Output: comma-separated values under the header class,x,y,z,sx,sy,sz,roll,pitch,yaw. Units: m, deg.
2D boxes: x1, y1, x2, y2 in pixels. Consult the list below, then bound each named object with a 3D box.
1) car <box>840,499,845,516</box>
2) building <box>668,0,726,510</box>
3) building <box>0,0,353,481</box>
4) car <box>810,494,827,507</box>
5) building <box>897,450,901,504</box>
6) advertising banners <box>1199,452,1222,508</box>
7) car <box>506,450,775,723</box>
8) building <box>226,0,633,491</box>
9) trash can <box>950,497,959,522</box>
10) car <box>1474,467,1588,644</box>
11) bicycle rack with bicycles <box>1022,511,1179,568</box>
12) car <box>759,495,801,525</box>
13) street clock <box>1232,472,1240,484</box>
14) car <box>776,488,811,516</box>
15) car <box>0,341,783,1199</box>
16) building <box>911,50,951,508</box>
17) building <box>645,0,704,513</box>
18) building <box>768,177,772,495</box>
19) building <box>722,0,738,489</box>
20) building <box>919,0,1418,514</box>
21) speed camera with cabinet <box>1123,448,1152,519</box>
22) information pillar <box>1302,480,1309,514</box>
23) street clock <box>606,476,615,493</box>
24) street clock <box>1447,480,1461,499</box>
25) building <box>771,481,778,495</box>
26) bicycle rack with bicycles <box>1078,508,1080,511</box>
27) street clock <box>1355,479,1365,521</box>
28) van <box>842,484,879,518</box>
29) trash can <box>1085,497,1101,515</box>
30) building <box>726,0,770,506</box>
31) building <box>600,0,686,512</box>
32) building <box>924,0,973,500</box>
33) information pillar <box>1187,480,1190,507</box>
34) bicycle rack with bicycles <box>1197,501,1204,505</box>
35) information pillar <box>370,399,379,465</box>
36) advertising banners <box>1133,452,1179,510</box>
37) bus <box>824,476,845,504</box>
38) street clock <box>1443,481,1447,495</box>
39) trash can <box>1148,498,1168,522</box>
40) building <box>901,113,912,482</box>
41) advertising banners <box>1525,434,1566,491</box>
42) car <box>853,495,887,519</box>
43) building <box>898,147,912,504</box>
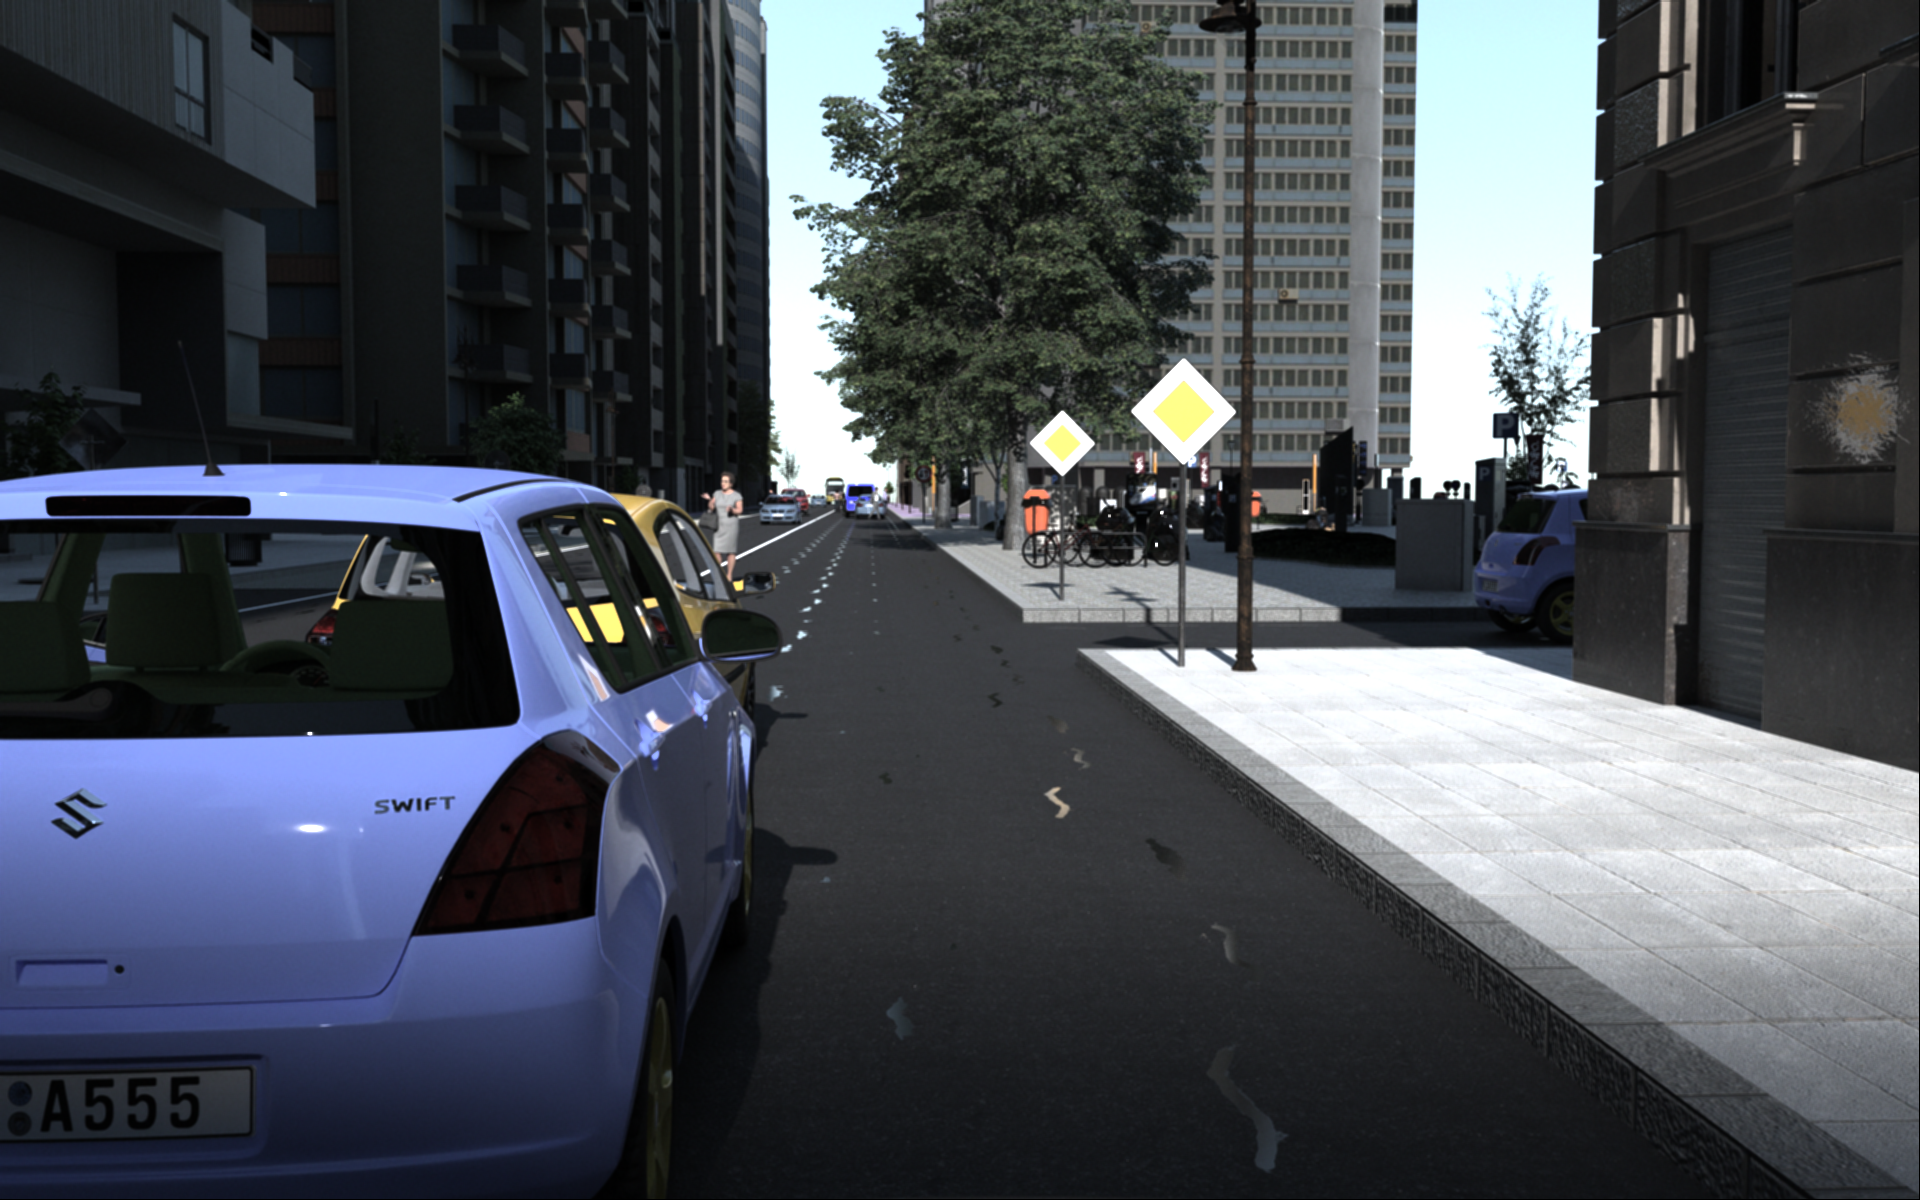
class,x,y,z,sx,sy,sz,roll,pitch,yaw
car,-7.036,-6.509,116.211,2.009,1.686,4.222,0,4,-3
building,-26.006,-27.716,136.749,14.154,41.232,14.086,0,4,-3
building,-29.438,-27.095,32.235,28.713,52.752,27.495,0,4,-3
car,-15.785,-11.071,193.015,2.014,1.417,4.499,0,4,-5
building,5.242,-24.257,241.648,27.650,21.520,28.899,0,4,-3
advertising banners,10.717,-4.615,71.641,2.074,3.025,0.090,3,5,45
car,-1.976,0.091,8.731,2.015,1.641,3.980,0,4,-3
building,-26.412,-25.669,74.307,22.147,44.769,28.867,0,4,-3
trash can,-0.394,-4.189,80.148,0.748,1.137,0.748,0,3,0
car,7.102,-0.473,17.330,3.694,1.707,1.945,0,4,-1
bicycle rack with bicycles,2.481,-1.075,30.957,2.925,0.926,2.852,0,4,-2
car,-8.530,-4.313,82.518,2.014,1.417,4.499,0,4,-2
street clock,9.065,-3.158,56.200,0.471,2.002,0.358,-1,4,-15
car,-11.017,-6.471,114.473,2.281,1.827,5.304,0,4,-5
car,-1.439,0.319,4.377,1.945,1.707,3.694,0,4,-3
building,2.407,-29.374,163.852,14.154,41.232,14.086,0,4,-3
building,-28.507,-41.597,118.364,20.563,71.187,20.611,0,4,-3
building,-30.830,-32.428,213.786,14.154,41.232,14.086,0,4,-3
building,-31.395,-32.439,154.077,21.300,48.544,21.600,0,4,-3
building,13.519,-26.046,117.740,32.217,40.220,23.993,0,4,-3
speed camera with cabinet,7.799,-4.956,75.366,0.660,3.252,2.038,-1,4,-22
information pillar,17.637,-5.134,88.425,0.304,2.012,0.304,0,4,4
street clock,-14.405,-4.085,71.361,0.358,2.002,0.471,-1,4,-23
street clock,25.868,-5.249,90.384,0.358,2.002,0.471,-2,4,-25
building,-40.988,-33.062,232.445,32.217,40.220,23.993,0,4,-3
bicycle rack with bicycles,5.946,-4.338,84.311,2.852,0.926,2.925,2,4,25
street clock,18.939,-4.746,82.167,0.471,2.002,0.358,0,4,8
van,-6.039,-6.174,105.324,2.240,2.365,5.245,0,4,-3
trash can,6.173,-4.194,80.219,0.748,1.137,0.748,0,3,0
building,-32.605,-39.757,192.027,21.231,58.520,28.212,0,4,-3
building,-24.113,-20.211,102.151,14.160,30.474,14.107,0,4,-3
building,10.850,-33.868,142.987,28.713,52.752,27.495,0,4,-3
information pillar,11.387,-5.070,87.389,0.304,2.012,0.304,2,4,31
bicycle rack with bicycles,12.293,-4.421,85.672,2.925,0.926,2.852,-1,4,-20
information pillar,-14.417,-3.141,42.713,0.183,3.616,0.504,-2,4,-33
advertising banners,8.118,-4.597,71.355,2.074,3.025,0.090,1,4,22
bus,-17.734,-15.542,245.653,2.896,3.916,12.252,0,4,-4
street clock,26.534,-5.484,94.236,0.358,2.002,0.471,-3,5,-41
trash can,6.950,-3.024,61.093,0.748,1.137,0.748,0,3,0
building,4.444,-33.179,197.100,22.147,44.769,28.867,0,4,-3
advertising banners,17.438,-3.307,50.262,2.074,3.025,0.090,2,4,28
car,-5.175,-5.353,99.521,2.014,1.417,4.499,0,4,-3
building,-0.821,-34.798,219.064,14.600,45.320,14.200,0,4,-3
